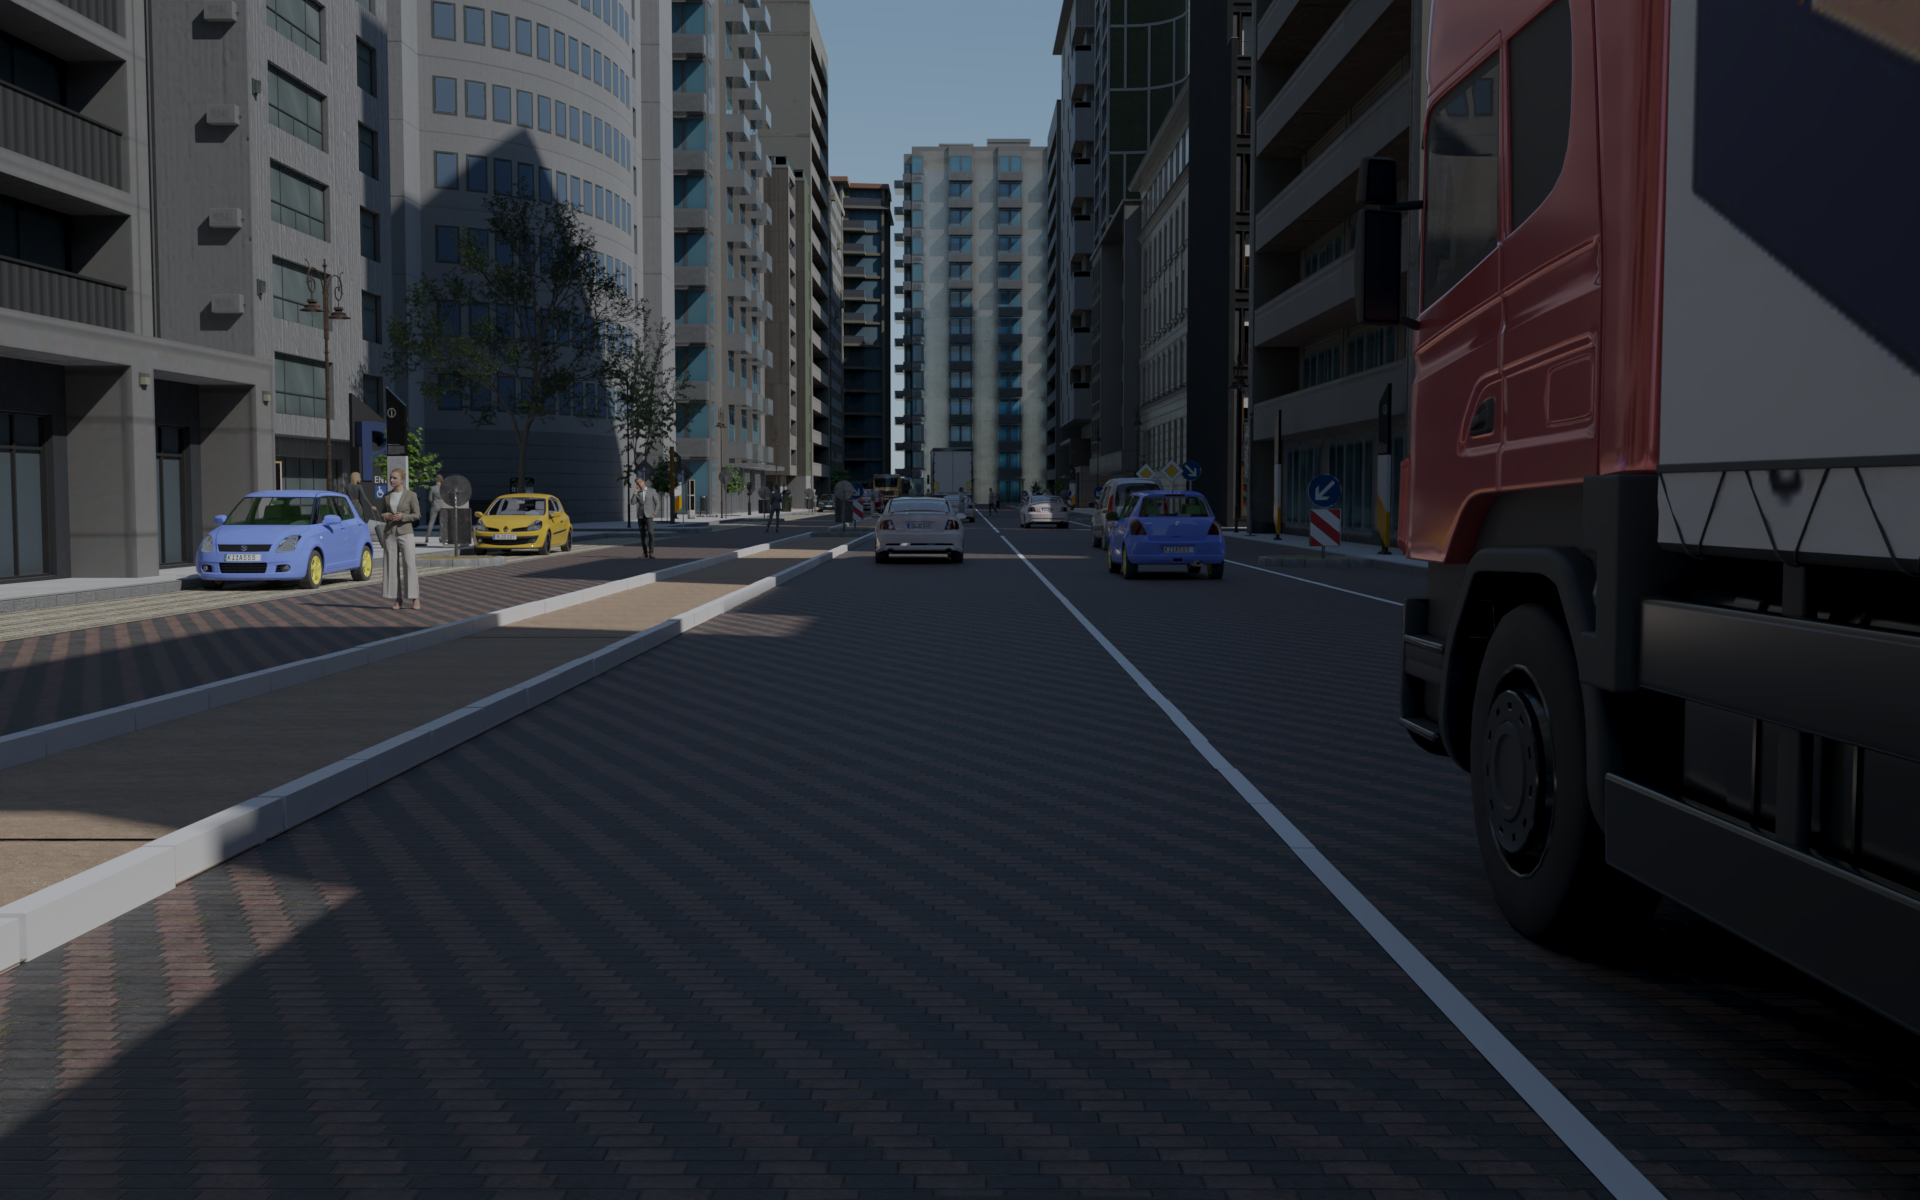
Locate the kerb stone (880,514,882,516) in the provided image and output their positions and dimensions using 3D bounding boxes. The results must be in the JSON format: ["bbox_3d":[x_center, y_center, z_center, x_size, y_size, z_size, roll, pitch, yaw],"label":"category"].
[{"bbox_3d":[-4.945,-5.552,112.971,0.120,0.150,1.000,0,3,0],"label":"kerb stone"}]

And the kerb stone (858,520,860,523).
[{"bbox_3d":[-4.972,-3.671,82.222,0.120,0.150,1.000,0,3,0],"label":"kerb stone"}]

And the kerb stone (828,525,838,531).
[{"bbox_3d":[-4.979,-2.791,67.850,0.120,0.150,1.000,0,3,0],"label":"kerb stone"}]

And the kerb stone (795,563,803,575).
[{"bbox_3d":[-2.904,-0.505,30.453,0.120,0.150,1.000,0,3,0],"label":"kerb stone"}]

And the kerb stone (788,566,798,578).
[{"bbox_3d":[-2.905,-0.443,29.431,0.120,0.150,1.000,0,3,0],"label":"kerb stone"}]

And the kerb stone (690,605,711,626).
[{"bbox_3d":[-2.915,0.186,19.151,0.120,0.150,1.000,0,3,0],"label":"kerb stone"}]

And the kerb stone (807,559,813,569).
[{"bbox_3d":[-2.908,-0.631,32.507,0.120,0.150,1.000,0,3,0],"label":"kerb stone"}]

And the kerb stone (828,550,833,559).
[{"bbox_3d":[-2.904,-0.942,37.620,0.120,0.150,1.000,0,3,0],"label":"kerb stone"}]

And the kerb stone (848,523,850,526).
[{"bbox_3d":[-4.979,-3.231,75.027,0.120,0.150,1.000,0,3,0],"label":"kerb stone"}]

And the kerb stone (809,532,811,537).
[{"bbox_3d":[-4.993,-2.069,56.042,0.120,0.150,1.000,0,3,0],"label":"kerb stone"}]

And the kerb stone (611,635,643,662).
[{"bbox_3d":[-2.925,0.441,15.045,0.120,0.150,1.000,0,3,0],"label":"kerb stone"}]

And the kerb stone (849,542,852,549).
[{"bbox_3d":[-2.892,-1.320,43.774,0.120,0.150,1.000,0,3,0],"label":"kerb stone"}]

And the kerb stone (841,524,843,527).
[{"bbox_3d":[-4.978,-2.980,70.920,0.120,0.150,1.000,0,3,0],"label":"kerb stone"}]

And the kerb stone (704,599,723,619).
[{"bbox_3d":[-2.915,0.123,20.184,0.120,0.150,1.000,0,3,0],"label":"kerb stone"}]

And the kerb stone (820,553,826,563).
[{"bbox_3d":[-2.912,-0.818,35.576,0.120,0.150,1.000,0,3,0],"label":"kerb stone"}]

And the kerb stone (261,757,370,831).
[{"bbox_3d":[-2.923,0.877,7.859,0.120,0.150,1.000,0,3,0],"label":"kerb stone"}]

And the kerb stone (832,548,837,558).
[{"bbox_3d":[-2.893,-1.004,38.648,0.120,0.150,1.000,0,3,0],"label":"kerb stone"}]

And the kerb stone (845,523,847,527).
[{"bbox_3d":[-4.981,-3.106,72.982,0.120,0.150,1.000,0,3,0],"label":"kerb stone"}]

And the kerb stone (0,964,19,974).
[{"bbox_3d":[-2.925,1.073,4.774,0.120,0.150,1.000,0,3,0],"label":"kerb stone"}]

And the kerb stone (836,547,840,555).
[{"bbox_3d":[-2.899,-1.069,39.676,0.120,0.150,1.000,0,3,0],"label":"kerb stone"}]

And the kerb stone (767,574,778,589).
[{"bbox_3d":[-2.913,-0.252,26.340,0.120,0.150,1.000,0,3,0],"label":"kerb stone"}]

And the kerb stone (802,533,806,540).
[{"bbox_3d":[-4.990,-1.945,53.998,0.120,0.150,1.000,0,3,0],"label":"kerb stone"}]

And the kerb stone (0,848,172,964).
[{"bbox_3d":[-2.916,1.003,5.800,0.120,0.150,1.000,0,3,0],"label":"kerb stone"}]

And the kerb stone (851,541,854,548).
[{"bbox_3d":[-2.898,-1.379,44.801,0.120,0.150,1.000,0,3,0],"label":"kerb stone"}]

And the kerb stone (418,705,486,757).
[{"bbox_3d":[-2.925,0.754,9.912,0.120,0.150,1.000,0,3,0],"label":"kerb stone"}]

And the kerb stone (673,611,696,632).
[{"bbox_3d":[-2.923,0.249,18.118,0.120,0.150,1.000,0,3,0],"label":"kerb stone"}]

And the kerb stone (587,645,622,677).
[{"bbox_3d":[-2.914,0.504,14.023,0.120,0.150,1.000,0,3,0],"label":"kerb stone"}]

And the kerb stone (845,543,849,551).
[{"bbox_3d":[-2.895,-1.257,42.749,0.120,0.150,1.000,0,3,0],"label":"kerb stone"}]

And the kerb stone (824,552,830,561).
[{"bbox_3d":[-2.902,-0.878,36.598,0.120,0.150,1.000,0,3,0],"label":"kerb stone"}]

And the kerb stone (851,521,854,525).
[{"bbox_3d":[-4.973,-3.420,78.119,0.120,0.150,1.000,0,3,0],"label":"kerb stone"}]

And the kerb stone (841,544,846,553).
[{"bbox_3d":[-2.893,-1.195,41.727,0.120,0.150,1.000,0,3,0],"label":"kerb stone"}]

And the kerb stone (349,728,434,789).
[{"bbox_3d":[-2.925,0.814,8.881,0.120,0.150,1.000,0,3,0],"label":"kerb stone"}]

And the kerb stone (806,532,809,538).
[{"bbox_3d":[-4.989,-2.005,55.020,0.120,0.150,1.000,0,3,0],"label":"kerb stone"}]

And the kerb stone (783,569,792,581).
[{"bbox_3d":[-2.905,-0.378,28.402,0.120,0.150,1.000,0,3,0],"label":"kerb stone"}]

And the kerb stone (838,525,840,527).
[{"bbox_3d":[-4.976,-2.855,68.873,0.120,0.150,1.000,0,3,0],"label":"kerb stone"}]

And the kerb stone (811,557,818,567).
[{"bbox_3d":[-2.901,-0.693,33.529,0.120,0.150,1.000,0,3,0],"label":"kerb stone"}]

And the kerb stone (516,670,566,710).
[{"bbox_3d":[-2.919,0.626,11.979,0.120,0.150,1.000,0,3,0],"label":"kerb stone"}]

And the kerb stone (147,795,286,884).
[{"bbox_3d":[-2.928,0.941,6.832,0.120,0.150,1.000,0,3,0],"label":"kerb stone"}]

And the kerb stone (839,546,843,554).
[{"bbox_3d":[-2.906,-1.130,40.705,0.120,0.150,1.000,0,3,0],"label":"kerb stone"}]

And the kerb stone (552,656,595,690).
[{"bbox_3d":[-2.923,0.562,13.001,0.120,0.150,1.000,0,3,0],"label":"kerb stone"}]

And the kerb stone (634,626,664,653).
[{"bbox_3d":[-2.917,0.375,16.067,0.120,0.150,1.000,0,3,0],"label":"kerb stone"}]

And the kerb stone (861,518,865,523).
[{"bbox_3d":[-4.967,-3.922,86.317,0.120,0.150,1.000,0,3,0],"label":"kerb stone"}]

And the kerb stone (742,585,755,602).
[{"bbox_3d":[-2.912,-0.062,23.265,0.120,0.150,1.000,0,3,0],"label":"kerb stone"}]

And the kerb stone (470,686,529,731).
[{"bbox_3d":[-2.926,0.688,10.946,0.120,0.150,1.000,0,3,0],"label":"kerb stone"}]

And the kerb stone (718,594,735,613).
[{"bbox_3d":[-2.909,0.060,21.213,0.120,0.150,1.000,0,3,0],"label":"kerb stone"}]

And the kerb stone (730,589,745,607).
[{"bbox_3d":[-2.913,-0.002,22.235,0.120,0.150,1.000,0,3,0],"label":"kerb stone"}]

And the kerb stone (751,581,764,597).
[{"bbox_3d":[-2.909,-0.126,24.287,0.120,0.150,1.000,0,3,0],"label":"kerb stone"}]

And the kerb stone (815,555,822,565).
[{"bbox_3d":[-2.908,-0.753,34.554,0.120,0.150,1.000,0,3,0],"label":"kerb stone"}]

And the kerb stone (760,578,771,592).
[{"bbox_3d":[-2.913,-0.190,25.308,0.120,0.150,1.000,0,3,0],"label":"kerb stone"}]

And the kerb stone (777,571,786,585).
[{"bbox_3d":[-2.907,-0.315,27.370,0.120,0.150,1.000,0,3,0],"label":"kerb stone"}]

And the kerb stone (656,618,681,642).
[{"bbox_3d":[-2.918,0.317,17.093,0.120,0.150,1.000,0,3,0],"label":"kerb stone"}]

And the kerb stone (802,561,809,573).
[{"bbox_3d":[-2.902,-0.568,31.485,0.120,0.150,1.000,0,3,0],"label":"kerb stone"}]
